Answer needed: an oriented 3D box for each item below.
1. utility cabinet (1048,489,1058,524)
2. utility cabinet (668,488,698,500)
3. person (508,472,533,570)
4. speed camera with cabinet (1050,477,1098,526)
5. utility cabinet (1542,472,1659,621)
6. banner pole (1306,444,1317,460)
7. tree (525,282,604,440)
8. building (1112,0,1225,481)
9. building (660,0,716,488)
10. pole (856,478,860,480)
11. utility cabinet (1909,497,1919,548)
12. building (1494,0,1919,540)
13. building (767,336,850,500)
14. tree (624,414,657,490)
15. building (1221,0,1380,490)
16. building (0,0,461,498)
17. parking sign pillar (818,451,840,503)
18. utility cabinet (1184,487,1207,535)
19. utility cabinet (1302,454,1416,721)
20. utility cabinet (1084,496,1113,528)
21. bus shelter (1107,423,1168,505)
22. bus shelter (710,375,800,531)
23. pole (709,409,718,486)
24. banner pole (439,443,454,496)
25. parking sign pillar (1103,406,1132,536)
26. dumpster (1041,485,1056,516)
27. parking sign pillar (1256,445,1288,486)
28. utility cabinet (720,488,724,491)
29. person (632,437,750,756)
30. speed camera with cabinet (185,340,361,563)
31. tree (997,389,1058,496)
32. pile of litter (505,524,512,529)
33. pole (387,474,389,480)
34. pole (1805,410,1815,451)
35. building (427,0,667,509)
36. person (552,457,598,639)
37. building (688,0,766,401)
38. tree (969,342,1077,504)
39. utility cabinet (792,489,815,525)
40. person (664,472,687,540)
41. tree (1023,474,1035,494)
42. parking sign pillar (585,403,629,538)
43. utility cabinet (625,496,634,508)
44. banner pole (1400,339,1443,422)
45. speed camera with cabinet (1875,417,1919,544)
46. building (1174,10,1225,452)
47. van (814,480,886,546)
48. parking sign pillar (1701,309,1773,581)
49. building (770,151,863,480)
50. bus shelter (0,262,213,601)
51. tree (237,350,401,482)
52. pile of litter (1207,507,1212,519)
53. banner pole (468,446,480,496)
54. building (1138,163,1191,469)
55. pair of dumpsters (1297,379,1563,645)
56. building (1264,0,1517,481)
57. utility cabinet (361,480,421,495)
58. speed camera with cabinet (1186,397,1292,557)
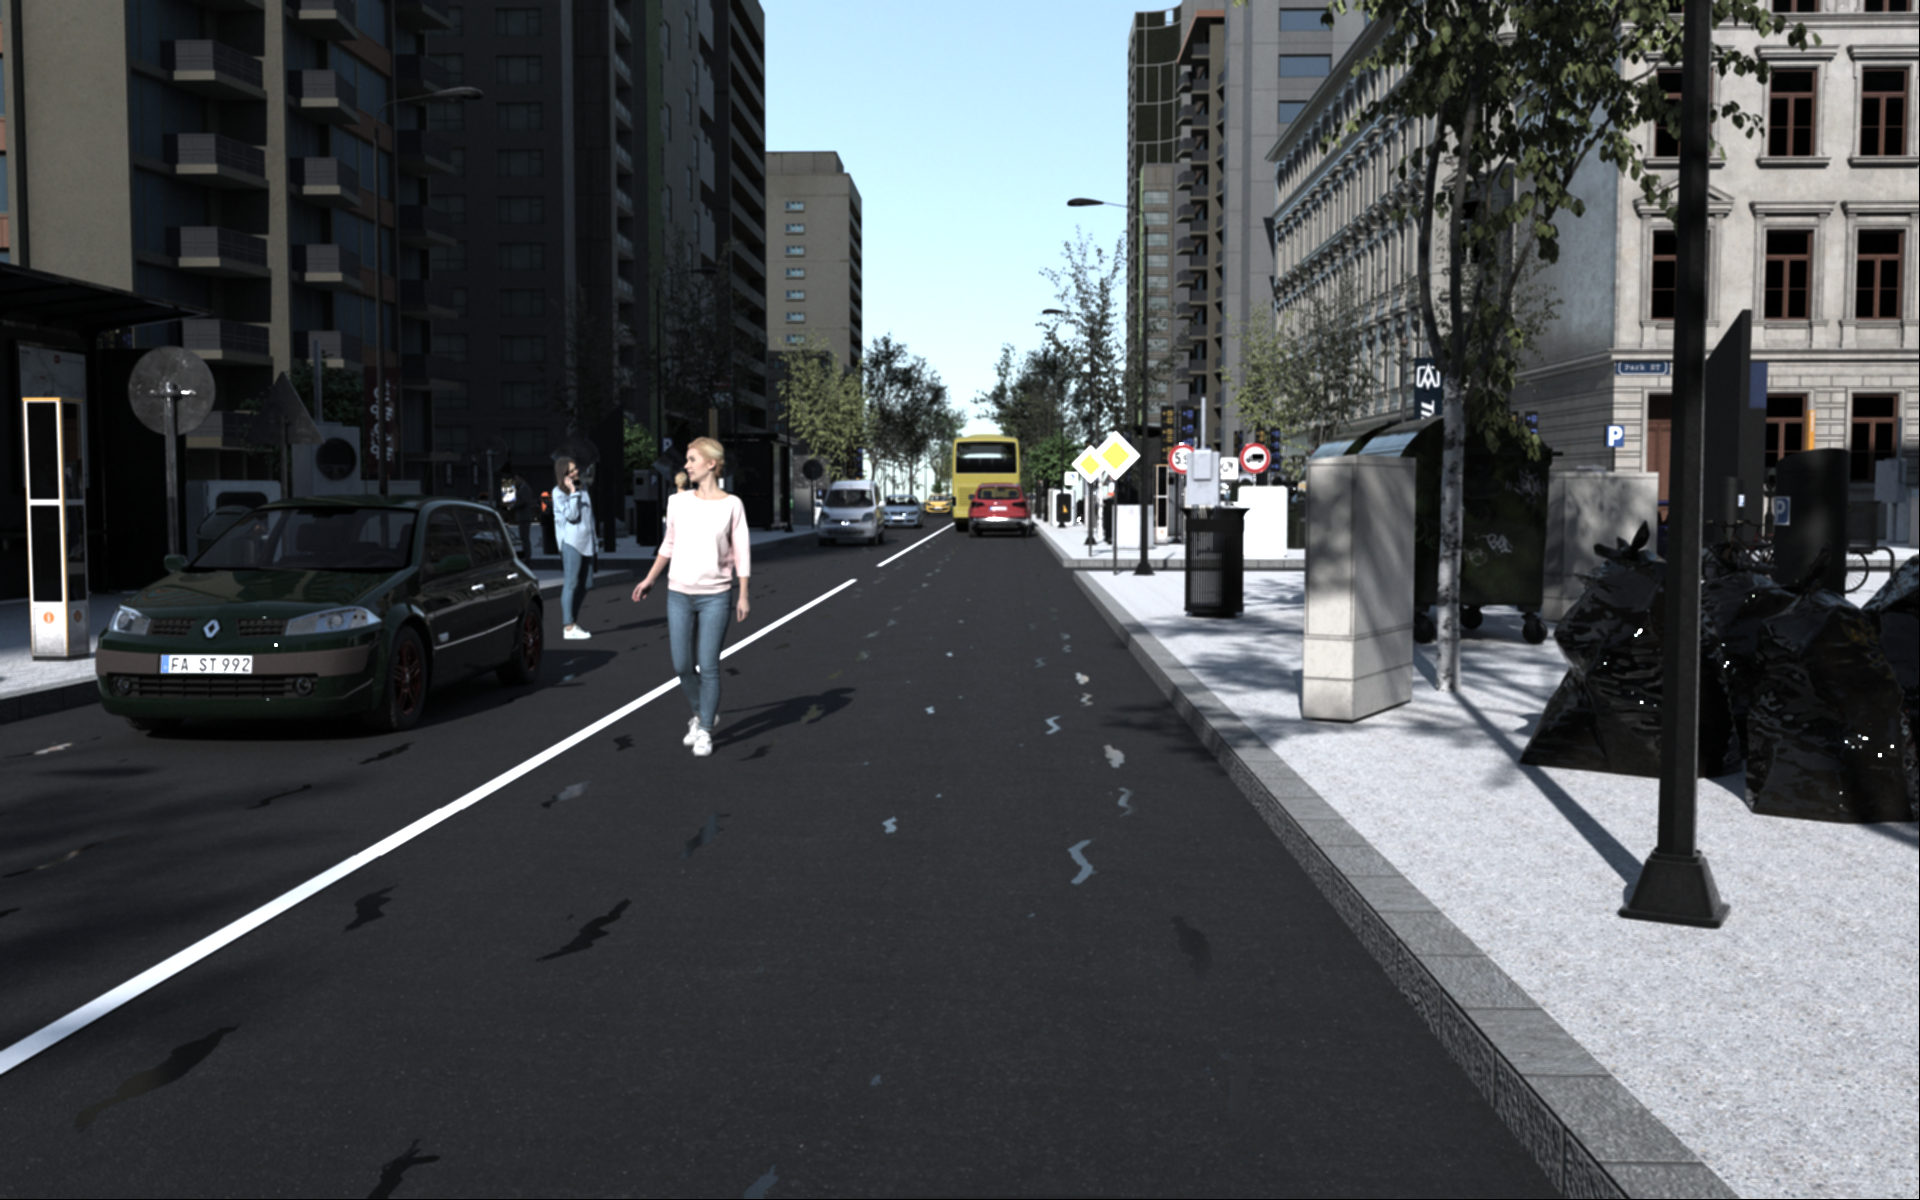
[{"bbox_3d":[3.947,-3.921,72.788,0.318,1.500,1.173,1,4,11],"label":"utility cabinet"},{"bbox_3d":[-9.634,-3.177,60.624,1.173,1.500,0.318,0,4,0],"label":"utility cabinet"},{"bbox_3d":[-8.311,-1.497,32.778,0.447,1.846,0.655,-1,4,-12],"label":"person"},{"bbox_3d":[4.722,-4.667,70.639,2.038,3.252,0.660,-1,4,-10],"label":"speed camera with cabinet"},{"bbox_3d":[6.448,-0.537,17.458,1.173,1.500,0.318,-1,4,-21],"label":"utility cabinet"},{"bbox_3d":[17.567,-5.906,86.588,0.401,3.779,0.863,-3,4,-37],"label":"banner pole"},{"bbox_3d":[-12.700,-6.685,59.665,4.360,8.622,3.978,0,3,0],"label":"tree"},{"bbox_3d":[33.432,-50.067,256.853,20.563,71.187,20.611,0,4,1],"label":"building"},{"bbox_3d":[-32.771,-32.729,124.358,28.713,52.752,27.495,0,4,1],"label":"building"},{"bbox_3d":[-6.355,-6.985,108.042,0.158,3.312,0.155,0,3,0],"label":"pole"},{"bbox_3d":[22.761,-1.814,40.818,0.306,1.237,1.020,0,4,4],"label":"utility cabinet"},{"bbox_3d":[28.329,-13.265,53.033,21.152,22.565,11.583,0,4,1],"label":"building"},{"bbox_3d":[-29.247,-23.159,223.685,27.650,21.520,28.899,0,4,1],"label":"building"},{"bbox_3d":[-13.765,-5.368,71.473,4.285,4.588,4.351,0,3,0],"label":"tree"},{"bbox_3d":[30.145,-35.848,128.113,21.231,58.520,28.212,0,4,1],"label":"building"},{"bbox_3d":[-32.498,-25.131,65.523,22.147,44.769,28.867,0,4,1],"label":"building"},{"bbox_3d":[-8.241,-7.375,109.055,1.447,3.967,1.447,-2,4,-34],"label":"parking sign pillar"},{"bbox_3d":[7.035,-2.742,53.509,1.173,1.500,0.318,1,4,13],"label":"utility cabinet"},{"bbox_3d":[2.347,-0.092,10.177,0.318,1.500,1.173,2,4,30],"label":"utility cabinet"},{"bbox_3d":[5.231,-3.318,65.410,1.020,1.237,0.306,1,4,17],"label":"utility cabinet"},{"bbox_3d":[6.167,-4.213,60.169,1.731,3.624,6.357,0,4,1],"label":"bus shelter"},{"bbox_3d":[-7.246,-5.094,60.911,2.179,5.291,8.768,0,4,2],"label":"bus shelter"},{"bbox_3d":[-5.885,-2.910,41.416,0.158,3.312,0.155,0,3,0],"label":"pole"},{"bbox_3d":[-25.104,-5.784,84.578,0.863,3.779,0.401,-2,4,-33],"label":"banner pole"},{"bbox_3d":[5.044,-3.994,53.767,1.447,3.967,1.447,1,4,9],"label":"parking sign pillar"},{"bbox_3d":[5.028,-5.641,97.984,1.264,1.857,1.865,0,4,1],"label":"dumpster"},{"bbox_3d":[17.625,-6.787,99.437,1.447,3.967,1.447,-2,4,-30],"label":"parking sign pillar"},{"bbox_3d":[-9.478,-3.578,67.184,1.173,1.500,0.318,1,4,13],"label":"utility cabinet"},{"bbox_3d":[-1.477,-0.030,9.664,0.731,1.740,0.598,0,4,7],"label":"person"},{"bbox_3d":[-8.613,-1.679,21.780,0.660,3.252,2.038,3,5,42],"label":"speed camera with cabinet"},{"bbox_3d":[7.121,-15.857,177.395,7.486,12.596,7.792,0,3,0],"label":"tree"},{"bbox_3d":[-17.194,-2.993,62.908,1.719,0.858,1.176,0,4,-4],"label":"pile of litter"},{"bbox_3d":[-11.950,-2.579,36.007,0.158,3.312,0.155,0,3,0],"label":"pole"},{"bbox_3d":[20.653,-2.954,42.147,0.158,3.312,0.155,0,3,0],"label":"pole"},{"bbox_3d":[-25.606,-25.547,101.296,14.154,41.232,14.086,0,4,1],"label":"building"},{"bbox_3d":[-3.835,-0.515,17.179,0.793,1.790,0.793,-1,4,-15],"label":"person"},{"bbox_3d":[-28.714,-32.122,148.890,21.300,48.544,21.600,0,4,1],"label":"building"},{"bbox_3d":[8.058,-22.061,216.578,12.611,20.169,13.585,0,3,0],"label":"tree"},{"bbox_3d":[-6.495,-3.805,70.887,1.173,1.500,0.318,2,4,34],"label":"utility cabinet"},{"bbox_3d":[-3.735,-0.931,24.395,0.598,1.740,0.731,3,5,42],"label":"person"},{"bbox_3d":[6.183,-9.809,154.973,1.663,3.219,1.824,0,3,0],"label":"tree"},{"bbox_3d":[-10.499,-3.821,50.942,1.447,3.967,1.447,3,4,36],"label":"parking sign pillar"},{"bbox_3d":[-12.612,-3.433,67.298,1.020,1.237,0.306,-3,5,-40],"label":"utility cabinet"},{"bbox_3d":[7.388,-2.322,27.983,0.863,3.779,0.401,0,4,3],"label":"banner pole"},{"bbox_3d":[24.564,-3.119,45.325,0.660,3.252,2.038,3,5,45],"label":"speed camera with cabinet"},{"bbox_3d":[31.182,-30.726,157.001,22.147,44.769,28.867,0,4,1],"label":"building"},{"bbox_3d":[-3.066,-2.578,49.169,2.013,2.044,4.112,0,4,1],"label":"van"},{"bbox_3d":[11.553,-2.297,26.032,1.447,3.967,1.447,0,4,-5],"label":"parking sign pillar"},{"bbox_3d":[-25.475,-38.182,247.972,21.300,48.544,21.600,0,4,1],"label":"building"},{"bbox_3d":[-10.507,-1.709,19.227,1.731,3.624,6.357,0,4,2],"label":"bus shelter"},{"bbox_3d":[-14.123,-3.357,38.601,4.285,4.588,4.351,0,3,0],"label":"tree"},{"bbox_3d":[8.144,-2.751,58.948,1.176,0.858,1.719,0,4,5],"label":"pile of litter"},{"bbox_3d":[-25.315,-6.119,90.065,0.401,3.779,0.863,3,5,41],"label":"banner pole"},{"bbox_3d":[29.275,-32.589,216.432,14.154,41.232,14.086,0,4,1],"label":"building"},{"bbox_3d":[4.418,-0.872,16.755,1.574,2.255,4.437,0,4,1],"label":"pair of dumpsters"},{"bbox_3d":[27.157,-19.041,87.735,17.030,29.872,44.131,0,4,1],"label":"building"},{"bbox_3d":[-9.366,-1.185,28.060,1.173,1.500,0.318,-2,4,-31],"label":"utility cabinet"},{"bbox_3d":[5.698,-2.523,35.587,2.038,3.252,0.660,1,4,13],"label":"speed camera with cabinet"}]
